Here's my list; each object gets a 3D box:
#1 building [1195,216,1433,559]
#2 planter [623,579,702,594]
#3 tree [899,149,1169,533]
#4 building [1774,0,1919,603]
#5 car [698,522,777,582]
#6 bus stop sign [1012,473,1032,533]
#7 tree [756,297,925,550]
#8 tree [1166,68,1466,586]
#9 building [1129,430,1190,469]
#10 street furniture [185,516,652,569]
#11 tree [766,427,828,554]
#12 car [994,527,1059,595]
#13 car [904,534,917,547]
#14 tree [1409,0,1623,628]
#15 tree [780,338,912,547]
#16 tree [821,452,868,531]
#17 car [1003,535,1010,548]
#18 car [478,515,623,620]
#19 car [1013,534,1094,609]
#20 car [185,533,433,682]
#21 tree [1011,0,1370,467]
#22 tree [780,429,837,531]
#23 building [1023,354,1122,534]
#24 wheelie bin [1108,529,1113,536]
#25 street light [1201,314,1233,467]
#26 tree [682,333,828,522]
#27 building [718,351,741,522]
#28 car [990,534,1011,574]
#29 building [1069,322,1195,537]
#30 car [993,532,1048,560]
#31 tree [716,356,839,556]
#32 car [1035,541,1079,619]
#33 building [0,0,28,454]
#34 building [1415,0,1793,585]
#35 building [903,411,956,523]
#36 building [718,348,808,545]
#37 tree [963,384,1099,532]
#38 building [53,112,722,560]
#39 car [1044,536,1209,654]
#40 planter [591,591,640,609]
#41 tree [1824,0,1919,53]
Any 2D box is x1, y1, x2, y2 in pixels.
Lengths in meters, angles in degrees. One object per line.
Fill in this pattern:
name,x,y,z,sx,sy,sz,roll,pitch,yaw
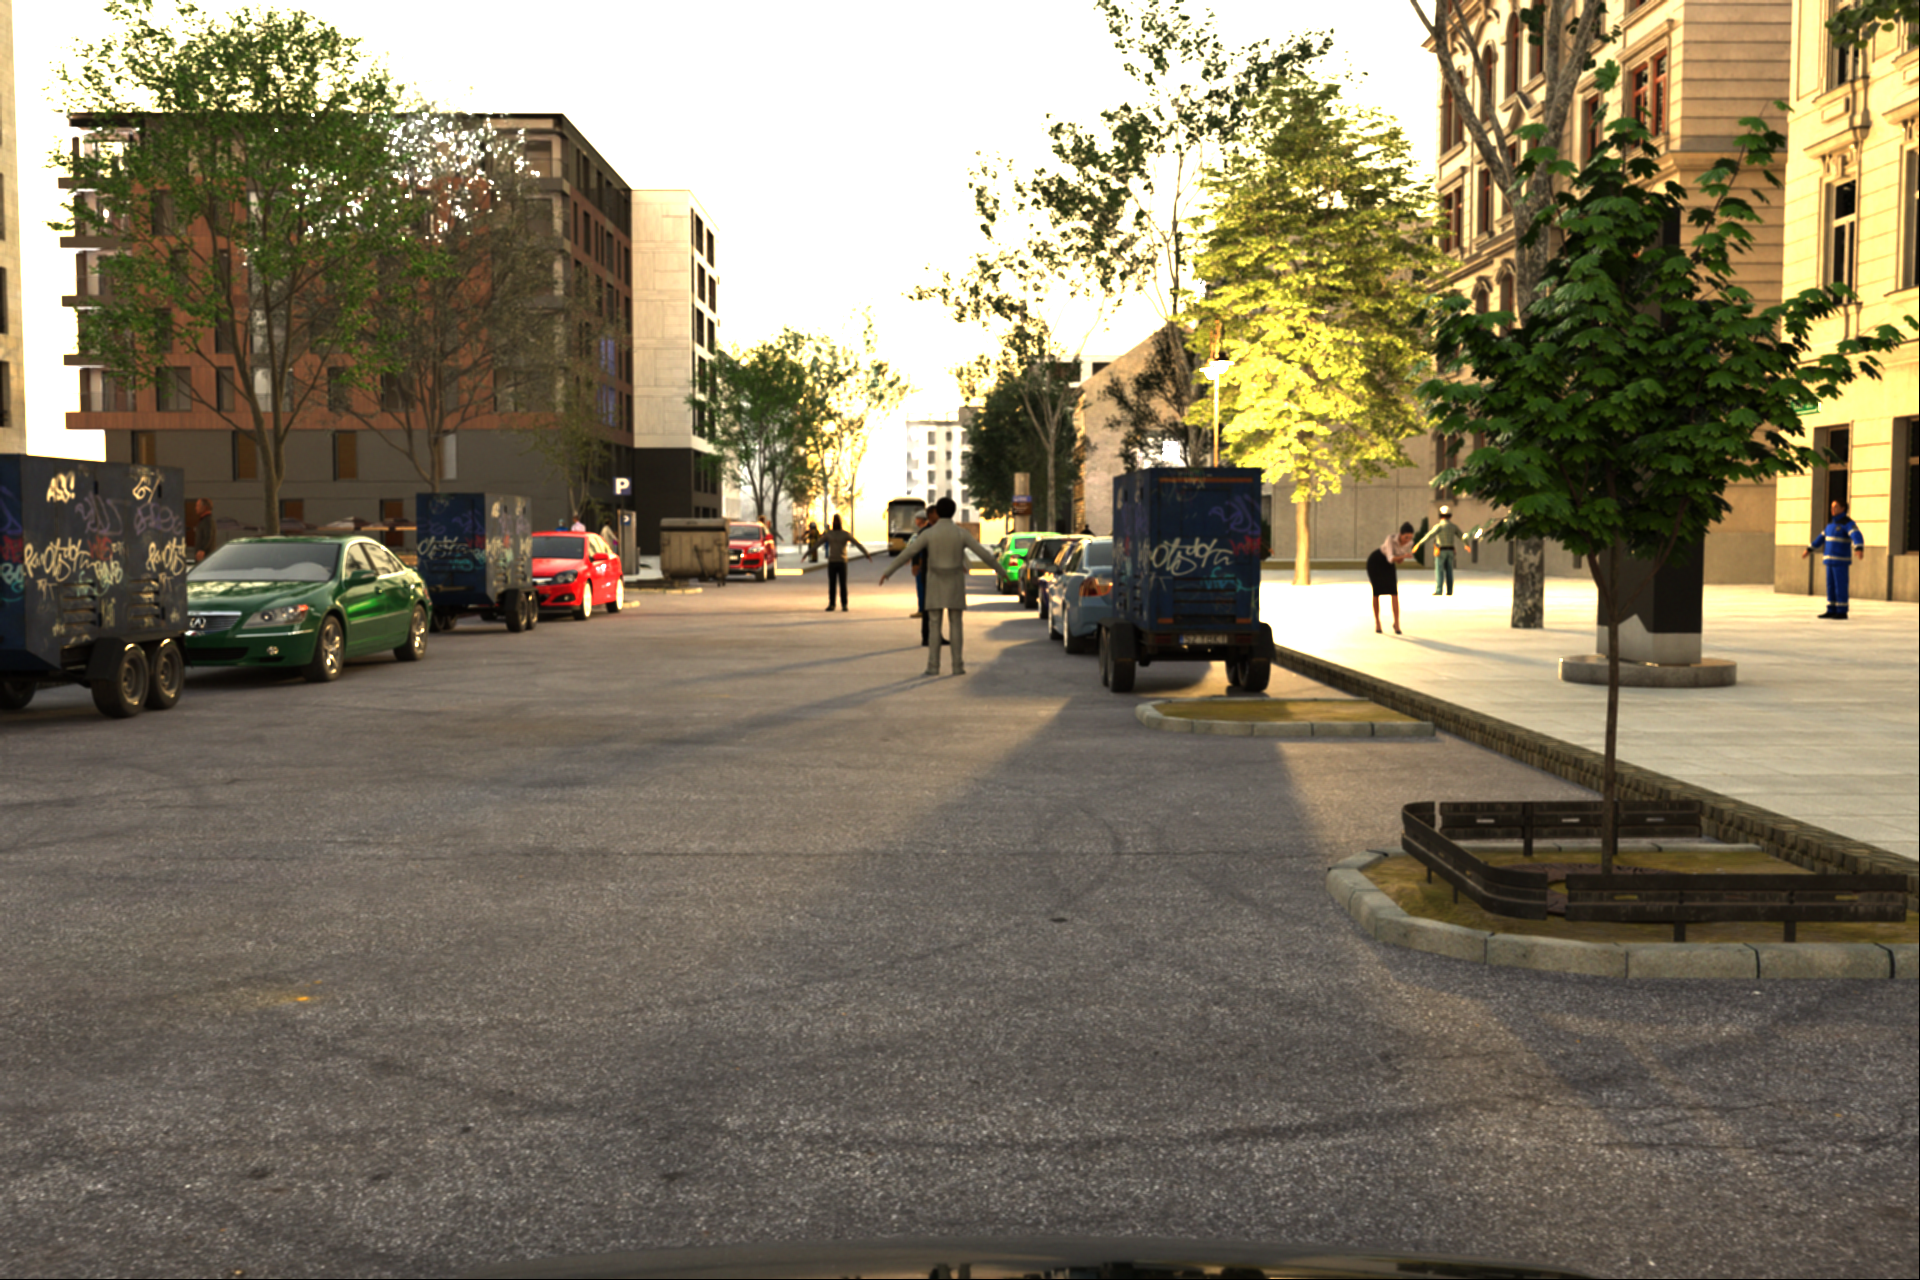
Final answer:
building,24.640,-14.594,105.074,16.747,18.905,31.486,0,4,0
planter,-7.391,-1.306,42.498,1.991,0.319,1.994,0,4,1
tree,3.179,-14.146,87.180,12.611,20.169,13.585,0,3,0
building,25.729,-14.616,15.391,17.030,29.872,44.131,0,4,0
car,-6.829,-2.735,53.384,2.281,1.827,5.304,0,4,-1
bus stop sign,2.663,-5.230,74.523,0.837,3.901,0.837,0,4,1
tree,-9.506,-17.235,137.679,12.611,20.169,13.585,0,3,0
tree,8.755,-7.637,42.984,7.486,12.596,7.792,0,3,0
building,19.340,-12.100,139.979,9.099,9.664,28.070,0,4,0
street furniture,-23.510,-4.072,71.603,27.439,1.986,14.083,1,4,9
tree,-10.045,-9.712,109.157,4.360,8.622,3.978,0,3,0
car,1.835,-2.051,42.325,1.959,1.807,4.718,0,4,-1
car,-2.160,-5.341,99.120,2.131,1.459,4.920,0,4,-2
tree,6.936,-10.303,24.348,12.611,20.169,13.585,0,3,0
tree,-11.922,-19.132,168.701,12.611,20.169,13.585,0,3,0
tree,-11.137,-12.534,155.297,4.360,8.622,3.978,0,3,0
car,2.048,-2.593,52.625,2.015,1.641,3.980,0,3,0
car,-7.079,-1.289,30.123,2.155,1.783,4.494,0,3,0
car,2.077,-1.525,34.722,2.009,1.686,4.222,0,4,0
car,-7.004,-0.394,18.237,2.131,1.459,4.920,0,4,-1
tree,6.619,-12.397,58.585,12.611,20.169,13.585,0,3,0
tree,-10.077,-10.160,116.474,4.360,8.622,3.978,0,3,0
building,21.597,-22.604,213.548,27.936,21.610,32.646,0,4,-1
wheelie bin,5.213,-3.056,57.882,0.693,1.594,0.980,0,3,0
street light,5.410,-3.904,36.620,0.468,5.910,1.993,0,4,0
tree,-10.446,-10.036,89.837,9.928,11.665,9.643,0,3,0
building,-29.232,-19.748,179.302,16.016,20.090,11.380,0,4,-1
car,2.095,-3.179,61.770,2.009,1.686,4.222,0,4,-1
building,21.880,-21.634,184.643,19.493,23.208,18.063,0,3,0
car,1.992,-2.326,47.066,2.155,1.783,4.494,0,4,-1
tree,-10.783,-10.717,100.983,9.928,11.665,9.643,0,3,0
car,2.228,-0.951,28.130,1.945,1.354,3.894,0,4,-2
building,-30.532,-11.291,38.487,10.420,20.400,16.860,0,4,-1
building,24.059,-16.323,54.273,14.401,28.519,23.554,0,4,-1
building,-7.938,-24.384,257.548,11.380,20.090,16.016,-1,4,-10
building,-28.516,-23.103,208.655,19.493,23.208,18.063,0,3,0
tree,4.377,-10.659,108.685,8.767,10.594,7.601,0,4,-1
building,-29.887,-15.693,100.554,27.936,21.610,32.646,0,4,0
car,2.103,-0.614,22.037,2.014,1.417,4.499,0,4,-1
planter,-7.410,-0.800,34.217,1.991,0.319,1.994,0,3,0
tree,8.465,-5.570,9.202,7.486,12.596,7.792,0,3,0
